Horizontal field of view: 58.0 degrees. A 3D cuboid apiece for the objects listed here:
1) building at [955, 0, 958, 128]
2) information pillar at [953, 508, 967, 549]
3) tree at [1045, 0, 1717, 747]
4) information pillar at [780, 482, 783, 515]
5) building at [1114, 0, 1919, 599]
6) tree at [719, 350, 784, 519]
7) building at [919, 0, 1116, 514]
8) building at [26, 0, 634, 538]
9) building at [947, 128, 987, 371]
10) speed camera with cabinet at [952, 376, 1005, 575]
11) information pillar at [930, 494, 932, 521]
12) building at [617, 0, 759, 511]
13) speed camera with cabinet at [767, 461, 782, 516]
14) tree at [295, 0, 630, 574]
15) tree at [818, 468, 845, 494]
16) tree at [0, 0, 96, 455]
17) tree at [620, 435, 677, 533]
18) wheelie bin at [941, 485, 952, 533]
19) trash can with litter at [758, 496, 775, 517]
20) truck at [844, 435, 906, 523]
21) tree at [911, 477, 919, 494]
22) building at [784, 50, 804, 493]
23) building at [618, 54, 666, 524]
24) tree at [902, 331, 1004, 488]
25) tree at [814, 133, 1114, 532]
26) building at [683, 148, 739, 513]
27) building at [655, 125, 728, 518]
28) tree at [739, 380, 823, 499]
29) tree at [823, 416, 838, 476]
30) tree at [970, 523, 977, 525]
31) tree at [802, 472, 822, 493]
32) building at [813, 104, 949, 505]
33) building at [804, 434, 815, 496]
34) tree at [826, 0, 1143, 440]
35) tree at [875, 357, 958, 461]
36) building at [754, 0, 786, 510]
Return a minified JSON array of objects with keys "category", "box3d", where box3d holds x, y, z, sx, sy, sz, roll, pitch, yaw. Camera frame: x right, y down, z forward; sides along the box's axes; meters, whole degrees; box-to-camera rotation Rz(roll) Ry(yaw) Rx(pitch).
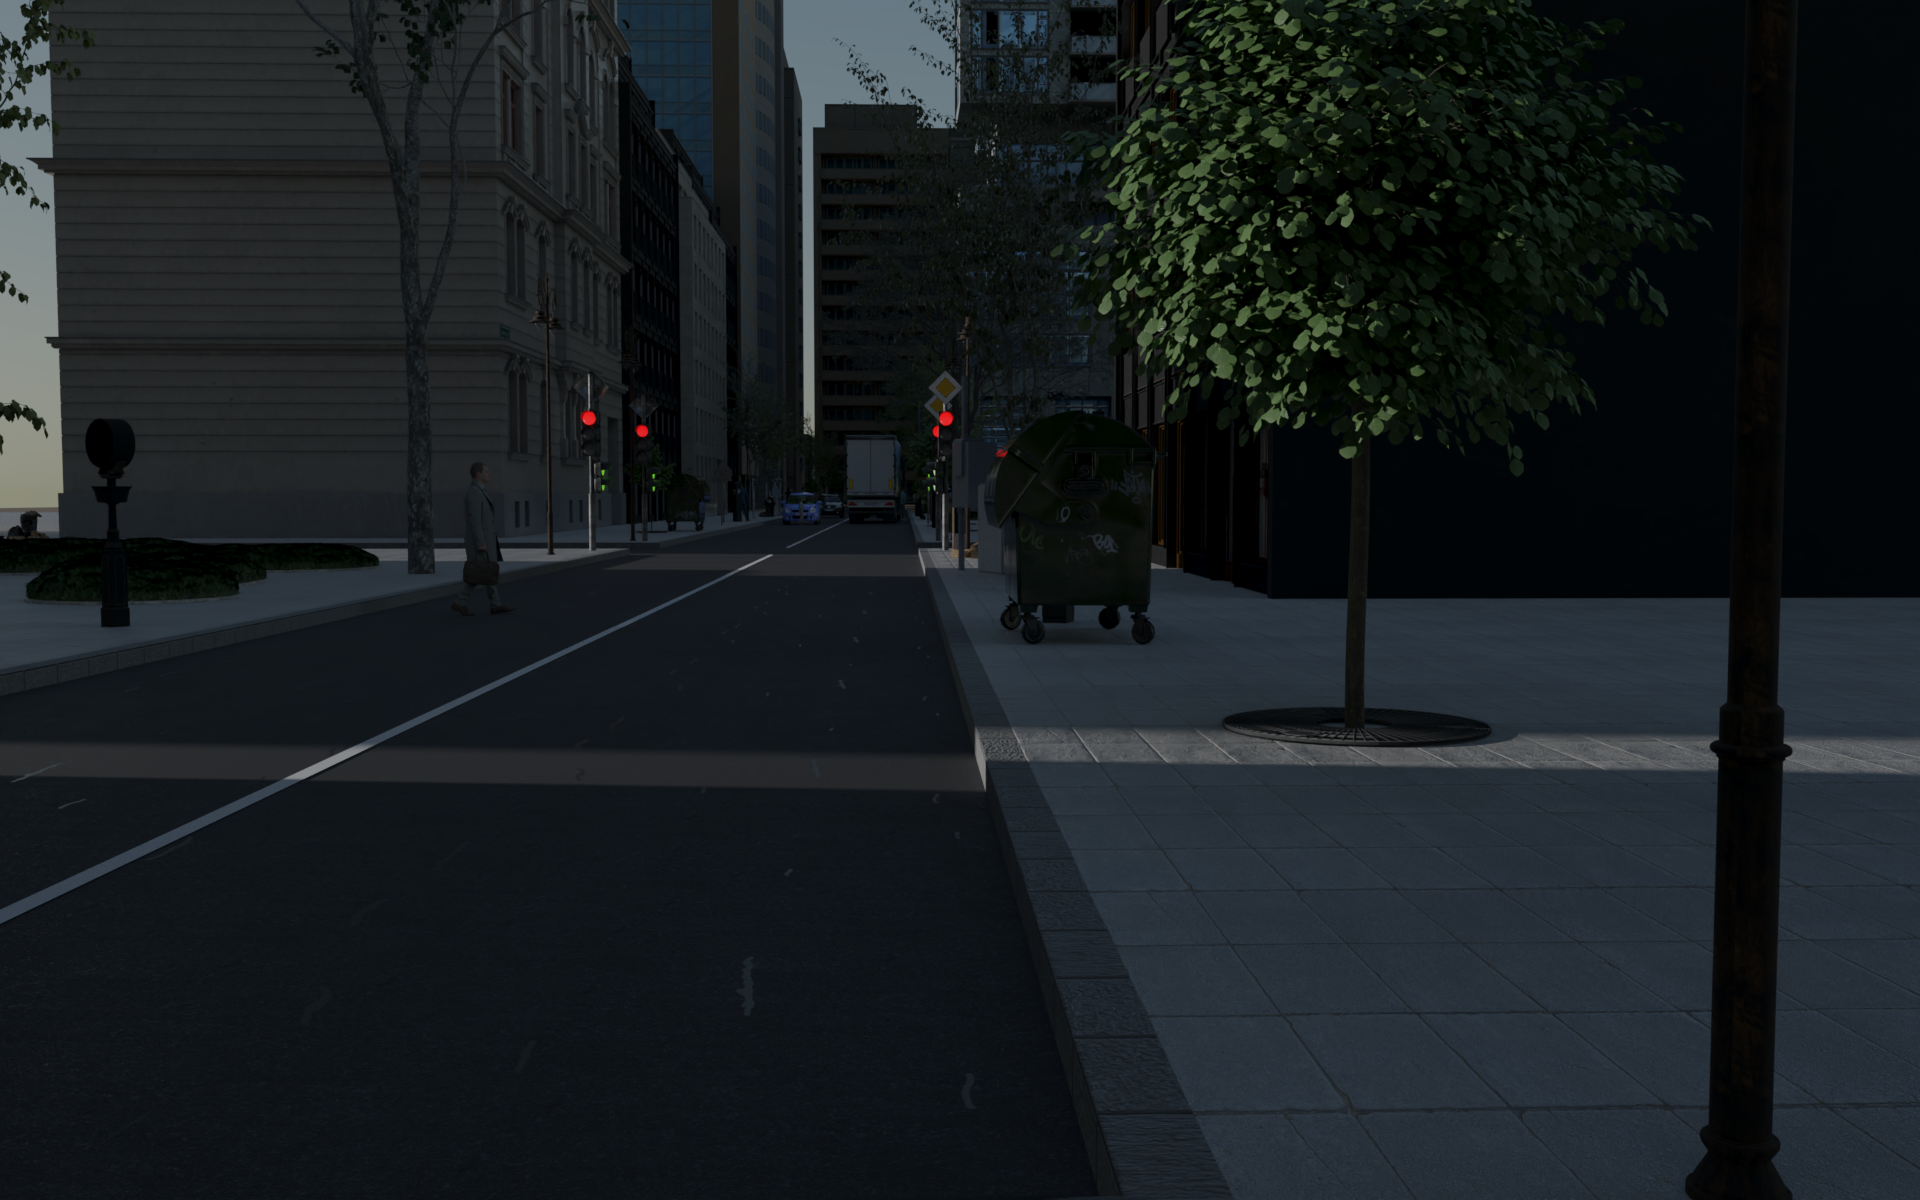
[{"category":"building","box3d":[10.006,-37.829,160.506,21.231,58.520,28.212,0,4,-2]},{"category":"information pillar","box3d":[-0.003,-1.939,36.199,0.304,2.012,0.304,0,4,-2]},{"category":"tree","box3d":[2.194,-1.563,9.262,4.285,4.588,4.351,0,3,0]},{"category":"information pillar","box3d":[-10.797,-6.081,103.921,0.304,2.012,0.304,1,4,23]},{"category":"building","box3d":[9.682,-12.162,28.531,12.332,23.373,15.834,0,4,-2]},{"category":"tree","box3d":[-10.508,-8.463,88.736,4.360,8.622,3.978,0,3,0]},{"category":"building","box3d":[8.731,-48.497,105.595,22.319,86.520,31.000,0,4,-2]},{"category":"building","box3d":[-19.833,-16.701,60.444,14.401,28.519,23.554,0,4,-2]},{"category":"building","box3d":[5.909,-22.525,139.978,14.160,30.474,14.107,0,4,-2]},{"category":"speed camera with cabinet","box3d":[0.527,-2.087,28.463,0.660,3.252,2.038,-2,4,-24]},{"category":"information pillar","box3d":[-1.318,-5.525,81.692,0.183,3.616,0.504,0,4,-4]},{"category":"building","box3d":[-22.606,-29.269,128.655,14.600,45.320,14.200,0,4,-2]},{"category":"speed camera with cabinet","box3d":[-10.875,-6.547,101.379,0.660,3.252,2.038,-1,4,-14]},{"category":"tree","box3d":[-9.645,-10.418,26.217,12.611,20.169,13.585,0,3,0]},{"category":"tree","box3d":[-13.745,-12.484,187.826,4.285,4.588,4.351,0,3,0]},{"category":"tree","box3d":[-8.905,-3.880,13.793,4.737,8.622,4.395,0,3,0]},{"category":"tree","box3d":[-10.092,-3.828,57.186,1.663,3.219,1.824,0,3,0]},{"category":"wheelie bin","box3d":[-0.232,-3.052,57.809,0.693,1.594,0.980,-1,4,-21]},{"category":"trash can with litter","box3d":[-10.797,-5.202,96.447,1.055,1.170,0.624,2,4,33]},{"category":"truck","box3d":[-4.299,-6.075,88.232,2.839,4.237,11.283,0,4,0]},{"category":"tree","box3d":[-4.639,-11.394,180.890,1.663,3.219,1.824,0,3,0]},{"category":"building","box3d":[-27.693,-34.210,183.036,21.600,48.544,21.300,0,4,-2]},{"category":"building","box3d":[-20.253,-15.355,80.725,12.332,23.373,15.834,0,4,-2]},{"category":"tree","box3d":[-0.377,-7.777,77.520,4.737,8.622,4.395,0,3,0]},{"category":"tree","box3d":[0.133,-9.102,59.183,12.009,13.543,11.850,0,3,0]},{"category":"building","box3d":[-21.465,-17.349,113.336,12.332,23.373,15.834,0,4,-2]},{"category":"building","box3d":[-19.173,-14.827,97.180,10.420,20.320,16.860,0,4,-2]},{"category":"tree","box3d":[-12.045,-9.746,109.708,4.737,8.622,4.395,0,3,0]},{"category":"tree","box3d":[-13.096,-12.540,155.396,4.737,8.622,4.395,0,3,0]},{"category":"tree","box3d":[0.095,-4.784,72.818,1.663,3.219,1.824,0,3,0]},{"category":"tree","box3d":[-12.775,-9.450,149.112,1.663,3.219,1.824,0,3,0]},{"category":"building","box3d":[-7.430,-36.406,218.939,21.600,48.544,21.300,0,4,-2]},{"category":"building","box3d":[-32.643,-38.668,221.453,27.495,52.752,28.713,0,4,-2]},{"category":"tree","box3d":[0.551,-4.414,22.532,4.360,8.622,3.978,0,3,0]},{"category":"tree","box3d":[-2.517,-12.381,128.179,9.928,11.665,9.643,0,3,0]},{"category":"building","box3d":[-26.632,-37.172,149.761,21.231,58.520,28.212,0,4,-2]}]
